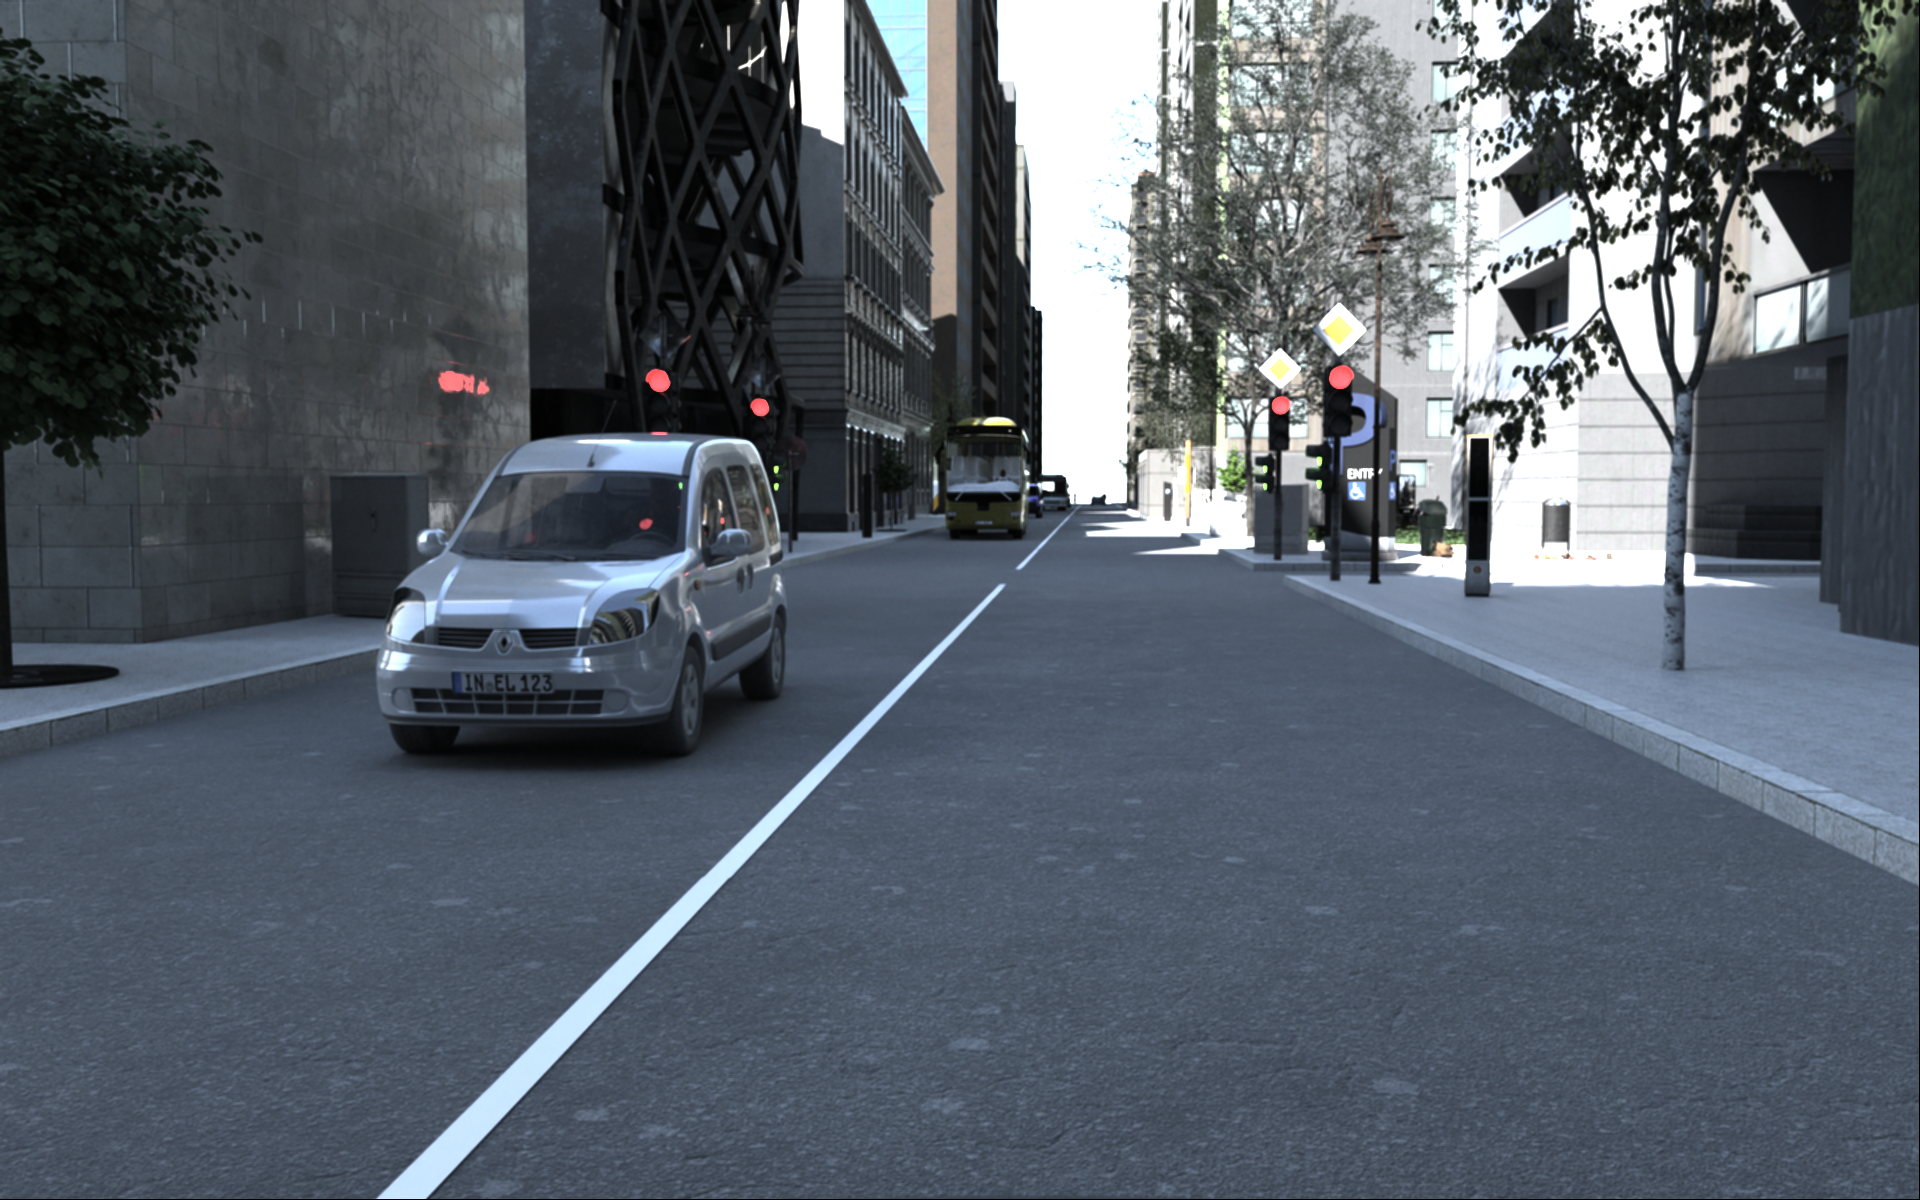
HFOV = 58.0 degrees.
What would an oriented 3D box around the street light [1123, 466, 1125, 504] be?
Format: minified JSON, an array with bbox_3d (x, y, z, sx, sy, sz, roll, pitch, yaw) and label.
[{"bbox_3d":[20.517,-14.929,216.883,0.468,5.910,1.993,0,4,4],"label":"street light"}]

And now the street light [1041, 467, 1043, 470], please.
[{"bbox_3d":[11.561,-16.590,244.039,0.468,5.910,1.993,0,4,4],"label":"street light"}]

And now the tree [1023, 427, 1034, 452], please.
[{"bbox_3d":[5.956,-14.424,186.198,4.737,8.622,4.395,0,3,0],"label":"tree"}]

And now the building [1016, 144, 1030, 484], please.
[{"bbox_3d":[-1.778,-37.018,228.937,21.300,48.544,21.600,0,4,4],"label":"building"}]

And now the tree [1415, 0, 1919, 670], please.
[{"bbox_3d":[5.278,-3.810,12.648,4.360,8.622,3.978,0,3,0],"label":"tree"}]

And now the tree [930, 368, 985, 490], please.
[{"bbox_3d":[-0.649,-9.153,100.021,4.737,8.622,4.395,0,3,0],"label":"tree"}]

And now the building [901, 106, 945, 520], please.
[{"bbox_3d":[-7.381,-15.312,86.506,11.583,22.565,21.152,0,4,4],"label":"building"}]

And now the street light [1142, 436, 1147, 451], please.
[{"bbox_3d":[14.315,-9.880,134.324,0.468,5.910,1.993,0,4,4],"label":"street light"}]

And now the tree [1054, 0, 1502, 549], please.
[{"bbox_3d":[7.316,-7.924,39.921,12.009,13.543,11.850,0,3,0],"label":"tree"}]

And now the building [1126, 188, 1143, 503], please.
[{"bbox_3d":[35.507,-38.626,255.232,21.300,48.544,21.600,0,4,4],"label":"building"}]

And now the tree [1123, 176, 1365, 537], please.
[{"bbox_3d":[8.356,-7.154,51.381,7.601,10.594,8.767,-1,4,-14],"label":"tree"}]

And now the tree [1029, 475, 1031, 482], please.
[{"bbox_3d":[5.700,-11.891,178.135,4.285,4.588,4.351,0,3,0],"label":"tree"}]

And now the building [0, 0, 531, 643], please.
[{"bbox_3d":[-14.995,-10.110,20.047,16.860,20.320,10.420,0,4,4],"label":"building"}]

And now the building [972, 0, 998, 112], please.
[{"bbox_3d":[-8.282,-31.235,134.400,21.300,48.544,21.600,0,4,4],"label":"building"}]

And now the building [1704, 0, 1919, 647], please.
[{"bbox_3d":[15.296,-20.330,15.987,14.154,41.232,14.086,0,4,4],"label":"building"}]

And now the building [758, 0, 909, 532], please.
[{"bbox_3d":[-7.761,-13.304,66.677,9.793,20.994,18.267,0,4,4],"label":"building"}]

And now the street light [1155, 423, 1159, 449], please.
[{"bbox_3d":[12.295,-8.278,108.127,0.468,5.910,1.993,0,4,4],"label":"street light"}]

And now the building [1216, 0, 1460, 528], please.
[{"bbox_3d":[17.775,-23.752,71.945,14.154,41.232,14.086,0,4,4],"label":"building"}]

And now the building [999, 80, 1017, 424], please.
[{"bbox_3d":[-1.875,-29.545,166.652,14.154,41.232,14.086,0,4,4],"label":"building"}]

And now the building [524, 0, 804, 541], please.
[{"bbox_3d":[-12.676,-10.796,43.960,16.820,18.784,16.811,0,4,4],"label":"building"}]

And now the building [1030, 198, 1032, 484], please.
[{"bbox_3d":[3.056,-36.499,246.865,14.600,45.320,14.200,0,4,4],"label":"building"}]

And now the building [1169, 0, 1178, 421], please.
[{"bbox_3d":[29.363,-32.803,125.569,28.713,52.752,27.495,0,4,4],"label":"building"}]

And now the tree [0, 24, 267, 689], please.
[{"bbox_3d":[-6.555,-1.725,11.918,4.285,4.588,4.351,0,3,0],"label":"tree"}]

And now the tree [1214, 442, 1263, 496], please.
[{"bbox_3d":[10.144,-4.263,64.298,1.663,3.219,1.824,0,3,0],"label":"tree"}]

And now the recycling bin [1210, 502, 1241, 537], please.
[{"bbox_3d":[7.971,-2.413,52.009,0.722,1.027,0.722,-1,4,-17],"label":"recycling bin"}]

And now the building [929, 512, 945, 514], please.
[{"bbox_3d":[-6.553,-28.522,116.450,14.600,45.320,14.200,0,4,4],"label":"building"}]

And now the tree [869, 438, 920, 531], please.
[{"bbox_3d":[-2.363,-3.979,59.651,1.663,3.219,1.824,0,3,0],"label":"tree"}]

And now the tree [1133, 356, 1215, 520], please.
[{"bbox_3d":[10.684,-8.274,85.641,4.360,8.622,3.978,0,3,0],"label":"tree"}]

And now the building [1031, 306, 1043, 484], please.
[{"bbox_3d":[5.341,-29.974,261.773,14.160,30.474,14.107,0,4,4],"label":"building"}]

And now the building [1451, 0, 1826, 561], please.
[{"bbox_3d":[28.034,-30.476,40.288,28.212,58.520,21.231,0,4,4],"label":"building"}]

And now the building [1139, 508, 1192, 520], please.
[{"bbox_3d":[20.672,-40.241,96.185,20.563,71.187,20.611,0,4,4],"label":"building"}]

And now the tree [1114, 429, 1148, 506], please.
[{"bbox_3d":[19.274,-14.877,193.605,4.737,8.622,4.395,0,3,0],"label":"tree"}]

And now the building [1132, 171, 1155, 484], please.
[{"bbox_3d":[34.184,-35.179,229.802,22.147,44.769,28.867,0,4,4],"label":"building"}]

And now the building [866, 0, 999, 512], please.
[{"bbox_3d":[-3.858,-30.728,152.520,14.600,45.320,14.200,0,4,4],"label":"building"}]

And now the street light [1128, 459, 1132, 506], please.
[{"bbox_3d":[18.070,-12.942,184.394,0.468,5.910,1.993,0,4,4],"label":"street light"}]
